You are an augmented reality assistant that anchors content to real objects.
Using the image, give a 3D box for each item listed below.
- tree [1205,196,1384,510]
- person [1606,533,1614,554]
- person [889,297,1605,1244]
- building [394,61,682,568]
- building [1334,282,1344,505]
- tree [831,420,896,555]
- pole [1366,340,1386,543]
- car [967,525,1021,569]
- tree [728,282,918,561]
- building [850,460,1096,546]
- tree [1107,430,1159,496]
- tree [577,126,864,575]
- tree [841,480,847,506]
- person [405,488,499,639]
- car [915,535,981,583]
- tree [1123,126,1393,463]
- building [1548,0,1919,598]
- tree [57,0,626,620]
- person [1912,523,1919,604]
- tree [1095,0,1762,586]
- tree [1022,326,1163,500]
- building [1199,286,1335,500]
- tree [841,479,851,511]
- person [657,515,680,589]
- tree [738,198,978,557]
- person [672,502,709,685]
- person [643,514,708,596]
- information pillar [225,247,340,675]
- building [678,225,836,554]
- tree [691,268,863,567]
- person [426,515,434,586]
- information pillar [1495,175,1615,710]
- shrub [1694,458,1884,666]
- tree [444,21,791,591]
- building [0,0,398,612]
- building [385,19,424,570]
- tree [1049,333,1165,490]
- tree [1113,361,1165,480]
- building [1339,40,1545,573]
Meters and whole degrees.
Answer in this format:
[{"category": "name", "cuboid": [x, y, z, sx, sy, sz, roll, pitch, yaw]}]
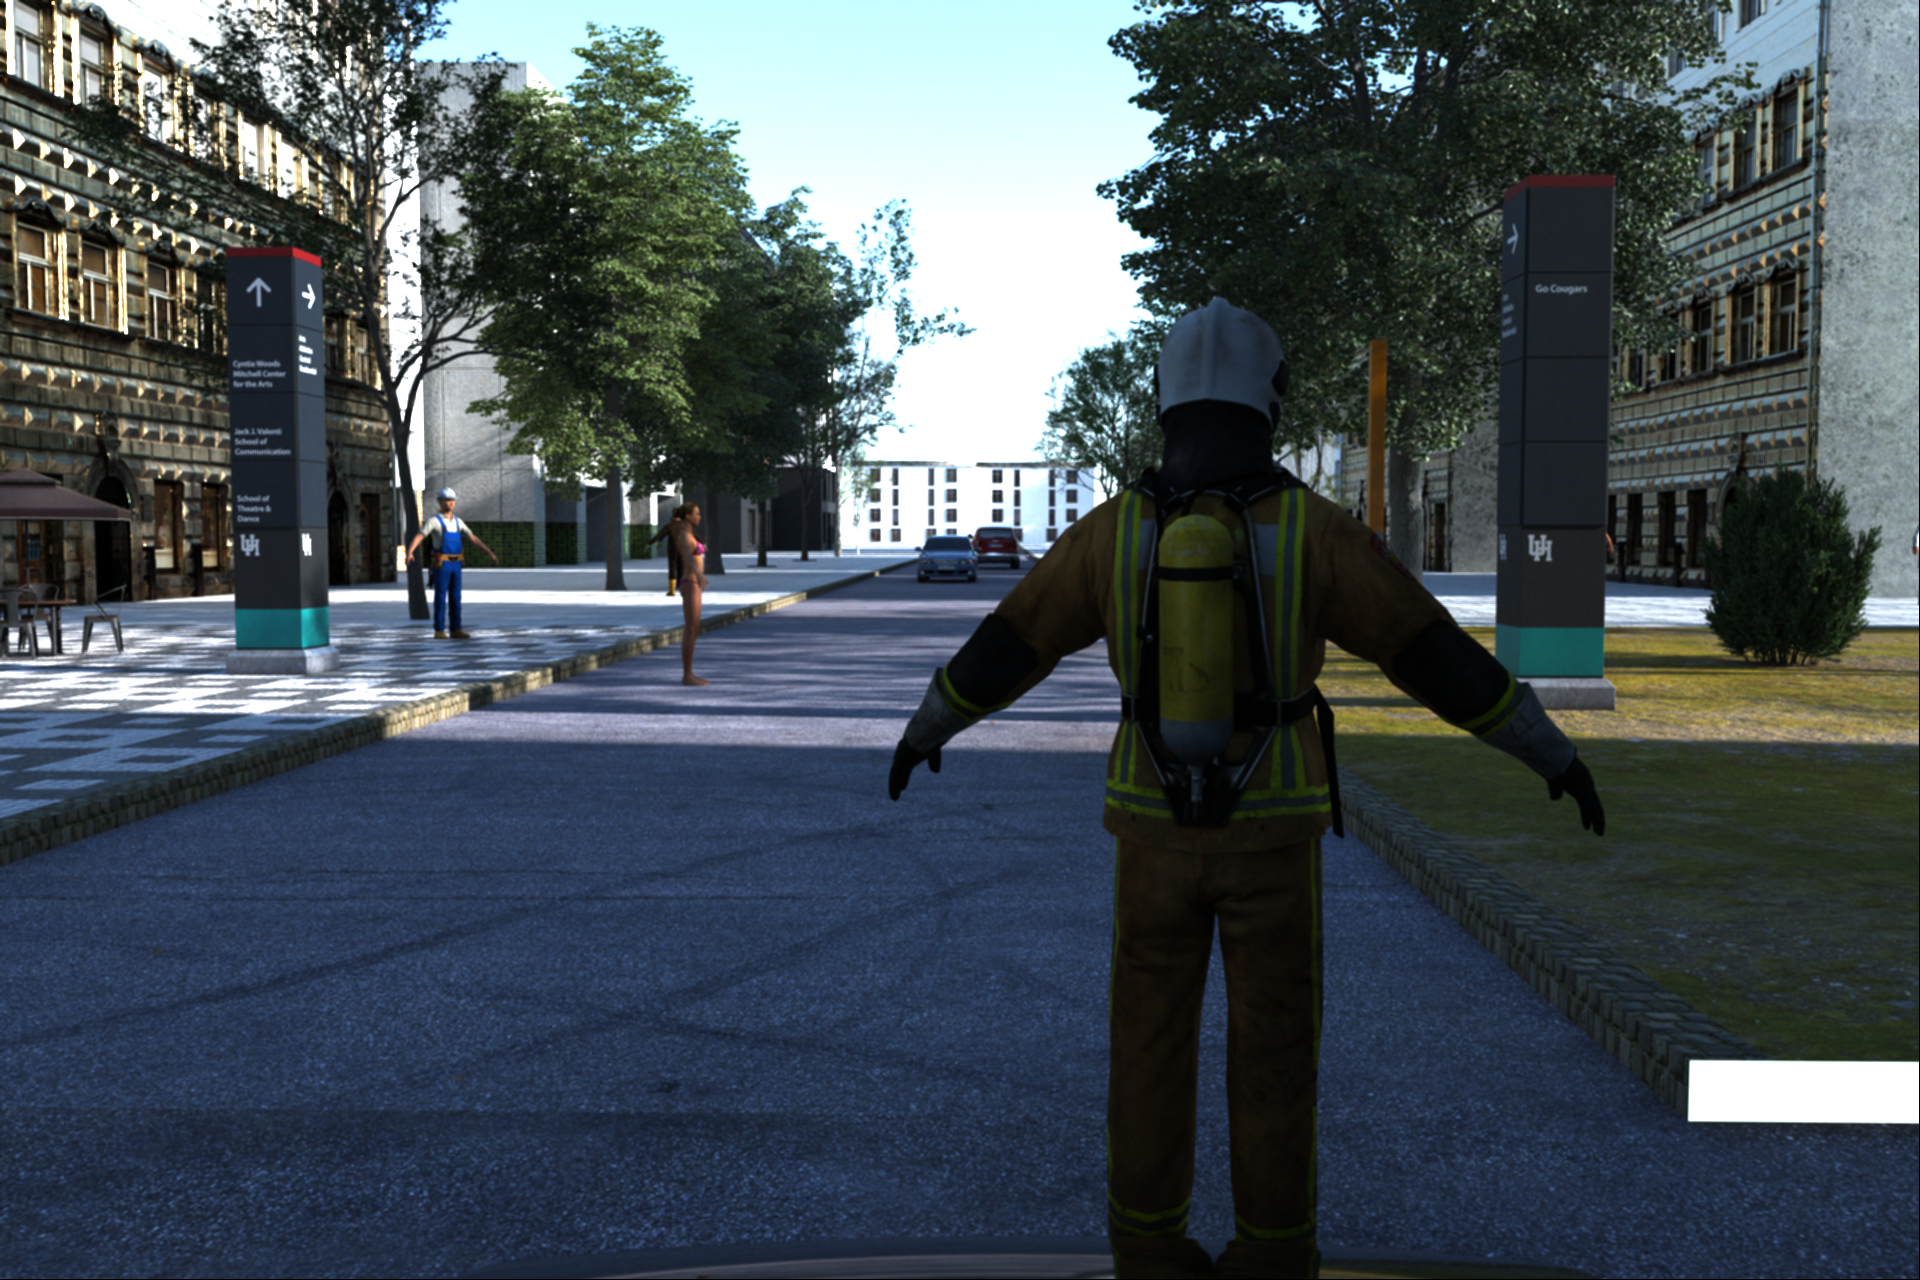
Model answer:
[{"category": "tree", "cuboid": [7.429, -5.252, 36.234, 4.360, 8.622, 3.978, 0, 3, 0]}, {"category": "person", "cuboid": [11.626, -1.591, 32.142, 1.347, 1.817, 0.704, -1, 4, -21]}, {"category": "person", "cuboid": [0.480, 0.307, 3.213, 1.354, 1.858, 0.705, 1, 4, 18]}, {"category": "building", "cuboid": [-24.230, -13.127, 81.080, 16.747, 18.905, 31.486, 0, 4, 1]}, {"category": "building", "cuboid": [24.409, -14.162, 87.975, 16.016, 20.090, 11.380, 0, 4, 1]}, {"category": "tree", "cuboid": [-6.634, -9.659, 108.279, 4.360, 8.622, 3.978, 0, 3, 0]}, {"category": "pole", "cuboid": [4.399, -1.498, 18.340, 0.158, 3.312, 0.155, 0, 3, 0]}, {"category": "car", "cuboid": [1.438, -3.892, 72.312, 2.281, 1.827, 5.304, 0, 4, 0]}, {"category": "tree", "cuboid": [-7.247, -10.483, 81.760, 12.009, 13.543, 11.850, 0, 3, 0]}, {"category": "building", "cuboid": [1.555, -15.543, 198.734, 28.070, 9.664, 9.099, 0, 4, -3]}, {"category": "tree", "cuboid": [21.607, -17.769, 197.185, 9.857, 13.997, 8.962, 0, 3, 0]}, {"category": "tree", "cuboid": [-7.840, -9.047, 54.568, 9.857, 13.997, 8.962, 0, 3, 0]}, {"category": "tree", "cuboid": [-14.584, -15.131, 197.755, 4.360, 8.622, 3.978, 0, 3, 0]}, {"category": "person", "cuboid": [-6.263, -0.939, 21.214, 0.705, 1.847, 1.347, 3, 4, 37]}, {"category": "car", "cuboid": [-0.355, -2.493, 52.767, 2.014, 1.417, 4.499, 0, 4, 1]}, {"category": "tree", "cuboid": [7.809, -7.247, 44.246, 9.928, 11.665, 9.643, 0, 3, 0]}, {"category": "building", "cuboid": [26.534, -12.952, 42.688, 19.493, 23.208, 18.063, 0, 4, 2]}, {"category": "tree", "cuboid": [-8.421, -5.598, 25.947, 7.601, 10.594, 8.767, 2, 4, 30]}, {"category": "person", "cuboid": [17.670, -1.550, 31.528, 1.347, 1.806, 0.705, -2, 4, -33]}, {"category": "tree", "cuboid": [6.504, -7.252, 25.225, 9.857, 13.997, 8.962, 0, 3, 0]}, {"category": "tree", "cuboid": [8.787, -11.672, 101.204, 12.009, 13.543, 11.850, 0, 3, 0]}, {"category": "building", "cuboid": [25.849, -16.191, 131.181, 16.747, 18.905, 31.486, 0, 4, 2]}, {"category": "tree", "cuboid": [-14.726, -15.450, 202.965, 4.737, 8.622, 4.395, 0, 3, 0]}, {"category": "person", "cuboid": [-6.601, -2.082, 40.504, 0.721, 1.772, 1.216, 3, 5, 44]}, {"category": "tree", "cuboid": [-5.679, -14.765, 97.301, 12.611, 20.169, 13.585, 0, 3, 0]}, {"category": "person", "cuboid": [-2.491, -0.444, 16.523, 0.721, 1.733, 1.217, -1, 4, -10]}, {"category": "person", "cuboid": [-5.871, -1.820, 35.887, 1.346, 1.812, 0.704, -1, 4, -21]}, {"category": "information pillar", "cuboid": [-6.289, -1.628, 16.002, 0.750, 3.857, 0.750, 0, 4, 2]}, {"category": "building", "cuboid": [-24.530, -17.480, 129.769, 27.936, 21.610, 32.646, 0, 4, 1]}, {"category": "tree", "cuboid": [-7.619, -8.644, 67.084, 9.928, 11.665, 9.643, 0, 3, 0]}, {"category": "person", "cuboid": [-13.022, -2.203, 42.734, 0.721, 1.740, 1.216, 3, 4, 36]}, {"category": "information pillar", "cuboid": [4.406, -1.437, 12.879, 0.750, 3.857, 0.750, 0, 4, 2]}, {"category": "shrub", "cuboid": [8.114, -0.771, 17.023, 1.690, 2.028, 1.600, 0, 3, 0]}, {"category": "tree", "cuboid": [-7.677, -7.375, 38.708, 7.486, 12.596, 7.792, 0, 3, 0]}, {"category": "building", "cuboid": [-24.614, -12.595, 36.850, 19.493, 23.208, 18.063, 0, 4, 2]}, {"category": "building", "cuboid": [-25.192, -11.915, 51.230, 16.016, 20.090, 11.380, 0, 4, 1]}, {"category": "tree", "cuboid": [8.507, -9.867, 87.075, 9.928, 11.665, 9.643, 0, 3, 0]}, {"category": "tree", "cuboid": [7.792, -7.297, 69.676, 4.360, 8.622, 3.978, 0, 3, 0]}, {"category": "building", "cuboid": [25.532, -14.327, 65.171, 19.493, 23.208, 18.063, 0, 4, 1]}]
